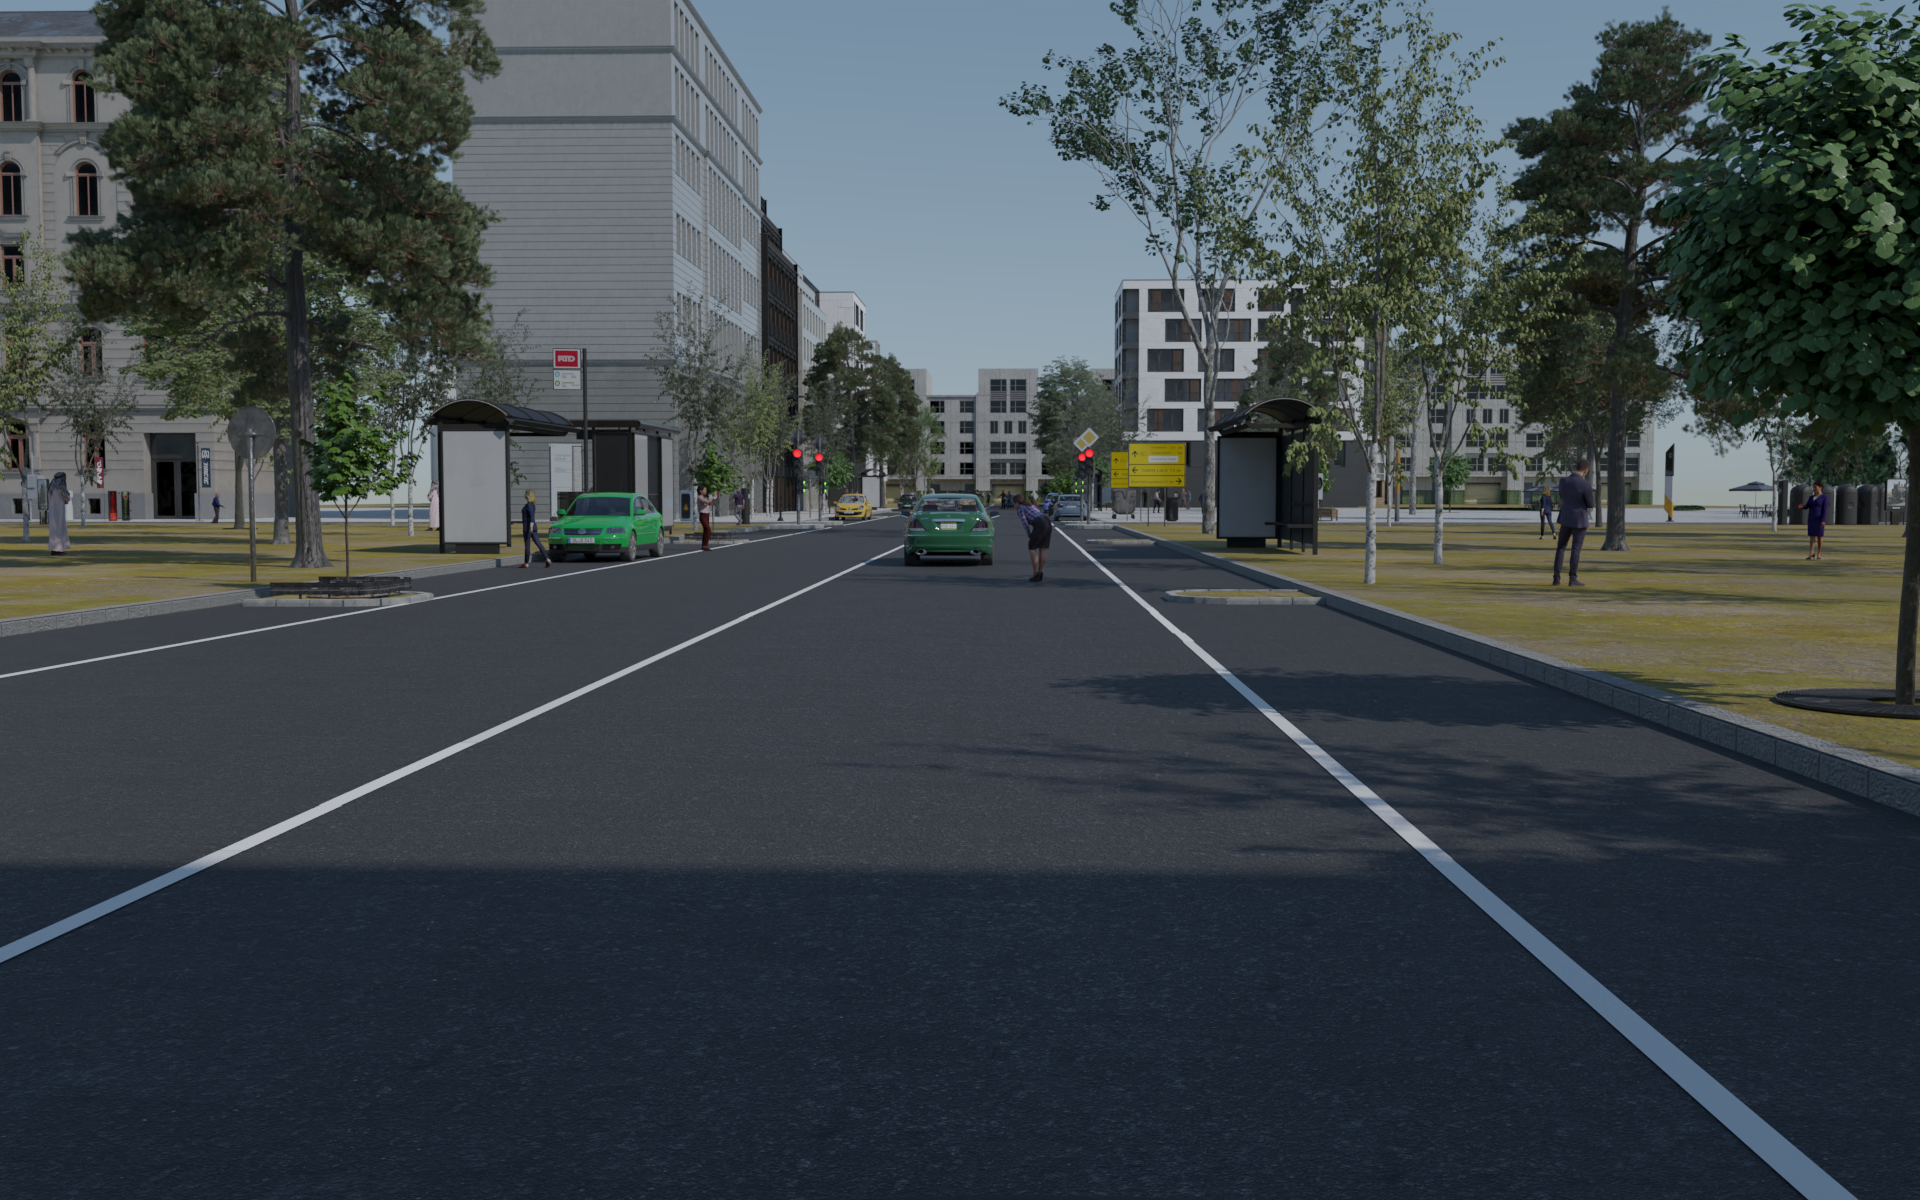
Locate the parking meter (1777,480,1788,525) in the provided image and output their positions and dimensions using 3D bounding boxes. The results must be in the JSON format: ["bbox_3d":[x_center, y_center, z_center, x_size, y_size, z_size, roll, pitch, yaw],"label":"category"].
[{"bbox_3d":[34.096,-4.040,71.773,0.255,1.863,0.399,0,4,-2],"label":"parking meter"}]

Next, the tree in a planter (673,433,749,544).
[{"bbox_3d":[-7.226,-3.263,50.573,1.991,3.239,1.994,0,4,2],"label":"tree in a planter"}]

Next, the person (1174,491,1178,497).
[{"bbox_3d":[16.735,-7.699,134.391,0.387,1.526,0.523,3,5,44],"label":"person"}]

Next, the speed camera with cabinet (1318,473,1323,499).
[{"bbox_3d":[14.483,-4.768,72.285,0.660,3.252,2.038,2,4,35],"label":"speed camera with cabinet"}]

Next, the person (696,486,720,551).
[{"bbox_3d":[-6.376,-2.072,43.836,0.517,1.644,0.566,-3,5,-40],"label":"person"}]

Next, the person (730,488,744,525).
[{"bbox_3d":[-9.133,-3.844,71.107,0.569,1.553,0.471,-1,4,-11],"label":"person"}]

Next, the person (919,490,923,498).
[{"bbox_3d":[-4.802,-12.603,212.830,0.721,1.736,1.217,1,4,14],"label":"person"}]

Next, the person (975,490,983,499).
[{"bbox_3d":[1.707,-9.941,170.662,1.348,1.869,0.705,-1,4,-19],"label":"person"}]

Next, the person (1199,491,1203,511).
[{"bbox_3d":[16.131,-6.454,114.254,0.600,1.496,0.574,-2,4,-26],"label":"person"}]

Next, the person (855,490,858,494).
[{"bbox_3d":[-8.507,-8.431,145.345,0.566,1.644,0.517,1,4,22],"label":"person"}]

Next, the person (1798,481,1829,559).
[{"bbox_3d":[16.722,-1.560,33.916,0.453,1.535,0.546,3,5,40],"label":"person"}]

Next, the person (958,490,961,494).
[{"bbox_3d":[-0.067,-9.624,165.808,0.705,1.831,1.348,0,4,-2],"label":"person"}]

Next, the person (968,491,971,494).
[{"bbox_3d":[1.031,-11.523,196.976,1.350,1.814,0.705,3,5,39],"label":"person"}]

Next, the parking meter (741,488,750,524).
[{"bbox_3d":[-9.077,-3.965,73.247,0.372,1.533,0.369,0,3,0],"label":"parking meter"}]

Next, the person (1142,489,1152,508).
[{"bbox_3d":[17.490,-9.609,163.176,0.705,1.821,1.348,-3,5,-41],"label":"person"}]

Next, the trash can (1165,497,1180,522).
[{"bbox_3d":[9.889,-4.228,80.788,0.748,1.137,0.748,0,3,0],"label":"trash can"}]

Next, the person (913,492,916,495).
[{"bbox_3d":[-5.304,-11.617,195.961,0.705,1.826,1.348,-2,4,-30],"label":"person"}]

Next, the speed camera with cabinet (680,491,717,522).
[{"bbox_3d":[-12.237,-5.297,80.939,2.038,3.252,0.660,3,5,40],"label":"speed camera with cabinet"}]

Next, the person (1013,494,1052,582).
[{"bbox_3d":[1.171,-1.021,28.424,0.697,1.427,0.421,2,4,34],"label":"person"}]

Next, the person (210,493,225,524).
[{"bbox_3d":[-32.782,-3.996,76.534,0.600,1.496,0.574,-1,4,-12],"label":"person"}]

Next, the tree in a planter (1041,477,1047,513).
[{"bbox_3d":[7.377,-8.270,132.433,1.991,3.239,1.994,0,4,2],"label":"tree in a planter"}]

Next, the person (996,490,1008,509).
[{"bbox_3d":[4.086,-9.551,164.790,1.348,1.807,0.705,2,4,32],"label":"person"}]

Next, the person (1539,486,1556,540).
[{"bbox_3d":[16.587,-2.463,48.855,0.480,1.512,0.613,-3,5,-44],"label":"person"}]

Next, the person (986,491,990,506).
[{"bbox_3d":[3.432,-12.089,206.681,0.617,1.759,0.750,-1,4,-21],"label":"person"}]

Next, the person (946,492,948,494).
[{"bbox_3d":[-1.526,-12.608,215.153,1.217,1.766,0.721,2,4,30],"label":"person"}]

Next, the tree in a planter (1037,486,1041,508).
[{"bbox_3d":[9.025,-11.320,182.308,1.991,3.239,1.994,0,4,2],"label":"tree in a planter"}]

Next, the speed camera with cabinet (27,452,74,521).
[{"bbox_3d":[-43.242,-5.374,82.209,2.038,3.252,0.660,0,4,4],"label":"speed camera with cabinet"}]

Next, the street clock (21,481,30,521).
[{"bbox_3d":[-44.661,-4.793,82.936,0.358,2.002,0.471,3,5,41],"label":"street clock"}]

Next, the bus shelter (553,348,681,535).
[{"bbox_3d":[-10.028,-4.449,50.374,2.179,5.291,8.768,0,4,2],"label":"bus shelter"}]

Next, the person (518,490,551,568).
[{"bbox_3d":[-8.249,-1.377,33.551,0.613,1.512,0.480,-1,4,-17],"label":"person"}]

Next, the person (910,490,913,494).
[{"bbox_3d":[-4.999,-10.575,179.613,0.621,1.740,0.551,1,4,16],"label":"person"}]

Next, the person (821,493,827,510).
[{"bbox_3d":[-10.689,-7.926,136.457,0.431,1.722,0.655,1,4,20],"label":"person"}]

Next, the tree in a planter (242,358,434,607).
[{"bbox_3d":[-8.148,-1.573,22.948,1.991,3.239,1.994,0,4,2],"label":"tree in a planter"}]

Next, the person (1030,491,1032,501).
[{"bbox_3d":[6.659,-9.158,159.053,0.721,1.723,1.217,-1,4,-21],"label":"person"}]

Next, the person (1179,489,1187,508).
[{"bbox_3d":[20.255,-9.210,157.185,0.990,1.755,0.434,2,4,24],"label":"person"}]

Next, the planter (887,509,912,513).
[{"bbox_3d":[-4.528,-6.828,132.784,1.991,0.319,1.994,0,4,2],"label":"planter"}]

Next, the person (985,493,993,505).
[{"bbox_3d":[3.691,-13.131,223.192,1.348,1.824,0.705,2,4,27],"label":"person"}]

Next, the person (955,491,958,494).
[{"bbox_3d":[-0.349,-11.063,189.517,1.348,1.807,0.705,-3,4,-37],"label":"person"}]

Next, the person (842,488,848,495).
[{"bbox_3d":[-9.811,-8.679,148.390,0.683,1.767,0.568,-1,4,-23],"label":"person"}]

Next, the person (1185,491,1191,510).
[{"bbox_3d":[18.631,-8.132,141.216,0.429,1.552,0.499,1,4,23],"label":"person"}]

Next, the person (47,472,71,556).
[{"bbox_3d":[-18.697,-1.789,35.970,0.551,1.740,0.621,1,4,19],"label":"person"}]

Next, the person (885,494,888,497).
[{"bbox_3d":[-9.103,-12.134,204.417,1.348,1.826,0.705,-3,4,-37],"label":"person"}]

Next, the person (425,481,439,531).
[{"bbox_3d":[-18.298,-3.279,60.322,0.621,1.740,0.551,0,4,4],"label":"person"}]

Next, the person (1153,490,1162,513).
[{"bbox_3d":[13.250,-6.609,116.310,0.590,1.554,0.614,1,4,12],"label":"person"}]

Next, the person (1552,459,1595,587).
[{"bbox_3d":[8.581,-1.080,24.147,0.568,1.767,0.683,-3,5,-40],"label":"person"}]

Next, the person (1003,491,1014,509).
[{"bbox_3d":[4.588,-9.309,161.419,1.217,1.735,0.721,0,4,4],"label":"person"}]

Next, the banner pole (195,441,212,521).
[{"bbox_3d":[-36.044,-5.655,82.478,0.401,3.779,0.863,2,4,35],"label":"banner pole"}]

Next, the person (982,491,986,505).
[{"bbox_3d":[3.230,-13.544,229.804,0.599,1.838,0.709,0,4,-7],"label":"person"}]

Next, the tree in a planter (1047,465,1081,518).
[{"bbox_3d":[6.484,-6.603,105.181,1.991,3.239,1.994,0,4,2],"label":"tree in a planter"}]
